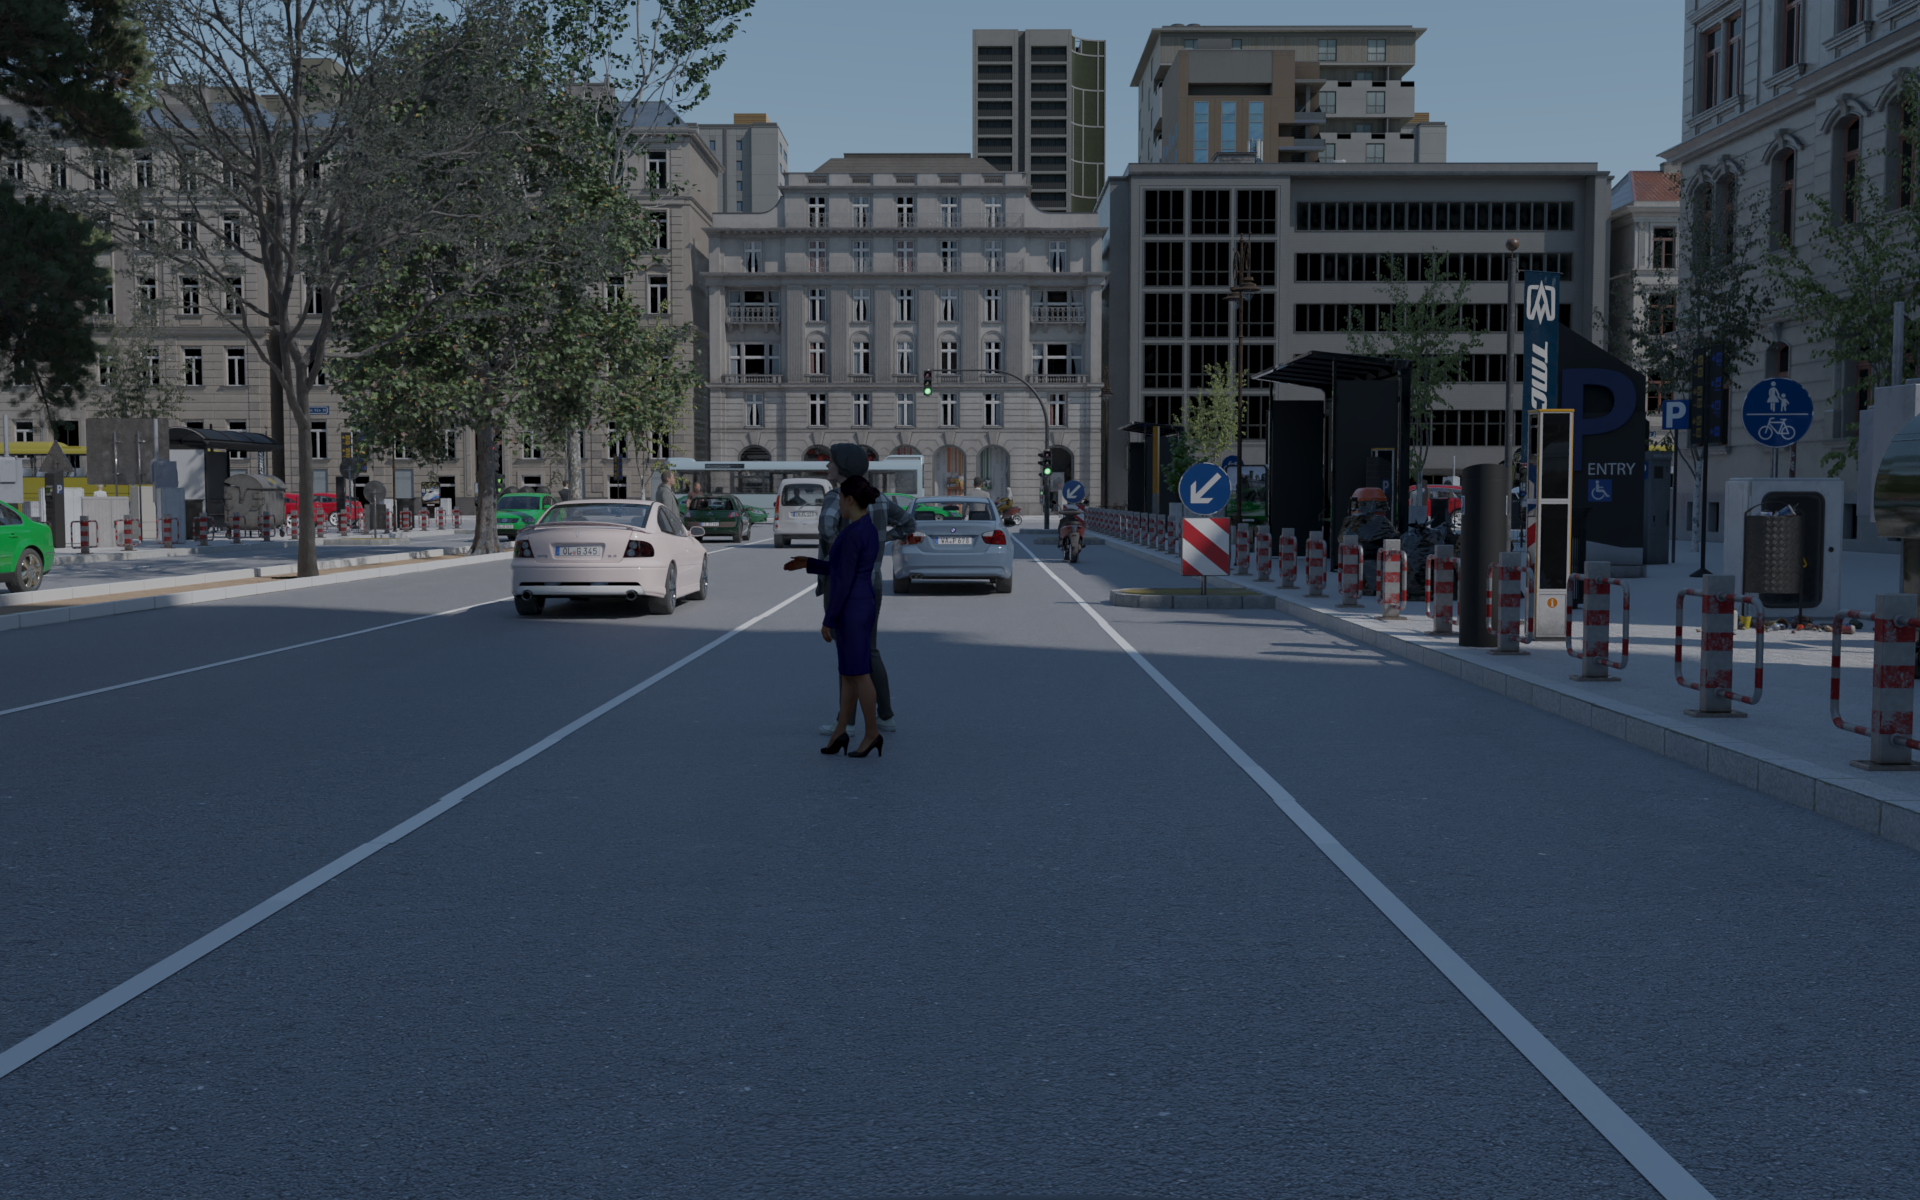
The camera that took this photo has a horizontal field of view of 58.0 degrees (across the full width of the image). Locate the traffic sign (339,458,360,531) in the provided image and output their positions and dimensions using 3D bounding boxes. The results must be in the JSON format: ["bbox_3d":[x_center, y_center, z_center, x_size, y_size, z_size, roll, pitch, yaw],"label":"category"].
[{"bbox_3d":[-21.433,-3.717,60.874,0.768,2.556,0.104,0,4,3],"label":"traffic sign"}]

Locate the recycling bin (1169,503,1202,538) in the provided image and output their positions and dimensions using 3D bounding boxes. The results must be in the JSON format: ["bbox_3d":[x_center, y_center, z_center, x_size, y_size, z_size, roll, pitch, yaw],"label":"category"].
[{"bbox_3d":[6.543,-2.297,50.110,0.722,1.027,0.722,-3,5,-40],"label":"recycling bin"}]

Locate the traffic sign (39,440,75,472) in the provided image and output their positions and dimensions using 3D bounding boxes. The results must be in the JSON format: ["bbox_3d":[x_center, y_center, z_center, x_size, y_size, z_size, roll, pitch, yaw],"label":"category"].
[{"bbox_3d":[-21.723,-2.547,41.645,0.884,2.594,0.081,0,4,3],"label":"traffic sign"}]

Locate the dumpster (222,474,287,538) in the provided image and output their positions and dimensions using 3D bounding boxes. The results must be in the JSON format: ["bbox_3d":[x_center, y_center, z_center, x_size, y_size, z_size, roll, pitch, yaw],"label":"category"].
[{"bbox_3d":[-20.636,-2.747,50.673,1.264,1.857,1.865,0,4,0],"label":"dumpster"}]

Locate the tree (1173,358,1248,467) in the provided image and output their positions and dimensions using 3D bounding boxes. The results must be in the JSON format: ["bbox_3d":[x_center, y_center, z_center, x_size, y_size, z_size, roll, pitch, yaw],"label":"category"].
[{"bbox_3d":[13.855,-8.790,94.077,4.737,8.622,4.395,0,3,0],"label":"tree"}]

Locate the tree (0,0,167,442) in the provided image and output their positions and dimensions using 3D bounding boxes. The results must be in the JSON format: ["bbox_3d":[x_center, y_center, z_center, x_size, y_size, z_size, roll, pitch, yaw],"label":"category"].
[{"bbox_3d":[-11.357,-5.687,17.496,6.751,12.117,7.091,0,3,0],"label":"tree"}]

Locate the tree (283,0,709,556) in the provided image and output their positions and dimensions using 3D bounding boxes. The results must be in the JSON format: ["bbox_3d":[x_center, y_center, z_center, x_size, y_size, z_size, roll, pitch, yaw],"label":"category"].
[{"bbox_3d":[-10.865,-7.342,39.510,9.611,12.733,9.660,0,3,0],"label":"tree"}]

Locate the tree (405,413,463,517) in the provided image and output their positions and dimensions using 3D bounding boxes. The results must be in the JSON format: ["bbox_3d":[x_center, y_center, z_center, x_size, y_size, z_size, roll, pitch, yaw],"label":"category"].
[{"bbox_3d":[-29.390,-8.898,95.843,4.360,8.622,3.978,0,3,0],"label":"tree"}]

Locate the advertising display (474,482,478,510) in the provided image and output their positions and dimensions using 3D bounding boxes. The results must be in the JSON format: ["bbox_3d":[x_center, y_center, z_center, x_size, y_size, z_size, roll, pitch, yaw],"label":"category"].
[{"bbox_3d":[-25.941,-5.433,94.039,0.974,1.923,0.123,2,4,26],"label":"advertising display"}]

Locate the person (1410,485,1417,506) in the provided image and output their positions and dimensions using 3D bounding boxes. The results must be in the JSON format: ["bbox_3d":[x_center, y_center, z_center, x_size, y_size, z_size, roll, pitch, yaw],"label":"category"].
[{"bbox_3d":[17.276,-3.467,65.280,0.635,1.810,0.391,2,4,24],"label":"person"}]

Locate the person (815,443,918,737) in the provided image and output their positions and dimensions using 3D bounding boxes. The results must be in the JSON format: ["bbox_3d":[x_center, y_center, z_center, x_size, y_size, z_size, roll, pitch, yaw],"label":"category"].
[{"bbox_3d":[-0.616,-0.067,10.311,0.376,1.734,0.841,3,5,42],"label":"person"}]

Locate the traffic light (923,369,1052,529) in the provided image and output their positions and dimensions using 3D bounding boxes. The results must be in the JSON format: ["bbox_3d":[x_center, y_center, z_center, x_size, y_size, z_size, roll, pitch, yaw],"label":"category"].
[{"bbox_3d":[1.052,-5.405,63.039,4.771,5.953,1.251,0,4,0],"label":"traffic light"}]

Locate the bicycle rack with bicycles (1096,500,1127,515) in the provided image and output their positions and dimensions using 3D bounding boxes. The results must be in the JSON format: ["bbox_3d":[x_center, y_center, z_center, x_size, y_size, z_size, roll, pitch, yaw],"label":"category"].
[{"bbox_3d":[8.956,-5.204,98.473,2.925,0.926,2.852,0,4,-8],"label":"bicycle rack with bicycles"}]

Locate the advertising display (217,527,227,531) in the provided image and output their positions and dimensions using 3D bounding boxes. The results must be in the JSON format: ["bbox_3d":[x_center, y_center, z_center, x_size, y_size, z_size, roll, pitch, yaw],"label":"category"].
[{"bbox_3d":[-25.593,-3.360,60.146,0.123,1.923,0.974,0,4,3],"label":"advertising display"}]

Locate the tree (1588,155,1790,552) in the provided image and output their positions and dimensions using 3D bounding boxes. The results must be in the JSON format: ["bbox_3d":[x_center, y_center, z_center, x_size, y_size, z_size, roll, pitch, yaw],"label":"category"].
[{"bbox_3d":[16.313,-5.386,38.421,4.360,8.622,3.978,0,3,0],"label":"tree"}]

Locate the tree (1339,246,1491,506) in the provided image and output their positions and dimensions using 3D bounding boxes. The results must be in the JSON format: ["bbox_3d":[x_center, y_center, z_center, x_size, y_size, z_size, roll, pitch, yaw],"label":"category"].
[{"bbox_3d":[13.300,-6.145,50.831,4.737,8.622,4.395,0,3,0],"label":"tree"}]

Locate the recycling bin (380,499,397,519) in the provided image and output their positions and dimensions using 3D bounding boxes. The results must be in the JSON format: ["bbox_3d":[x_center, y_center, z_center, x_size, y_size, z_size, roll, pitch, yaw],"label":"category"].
[{"bbox_3d":[-29.145,-4.638,88.377,0.722,1.027,0.722,-3,4,-37],"label":"recycling bin"}]

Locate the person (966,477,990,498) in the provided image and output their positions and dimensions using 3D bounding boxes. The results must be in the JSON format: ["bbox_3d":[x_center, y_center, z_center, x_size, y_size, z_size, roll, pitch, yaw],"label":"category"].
[{"bbox_3d":[0.357,-1.646,35.681,0.678,1.792,0.850,0,4,3],"label":"person"}]

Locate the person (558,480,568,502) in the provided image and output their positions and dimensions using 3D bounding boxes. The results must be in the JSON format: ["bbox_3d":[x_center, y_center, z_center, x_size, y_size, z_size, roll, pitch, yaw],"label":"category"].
[{"bbox_3d":[-13.158,-3.082,58.257,0.648,1.900,0.474,0,4,2],"label":"person"}]

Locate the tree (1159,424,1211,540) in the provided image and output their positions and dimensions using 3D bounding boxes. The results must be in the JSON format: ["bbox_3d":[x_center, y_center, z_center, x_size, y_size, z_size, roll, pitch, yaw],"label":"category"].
[{"bbox_3d":[6.140,-3.284,48.295,1.663,3.219,1.824,0,3,0],"label":"tree"}]

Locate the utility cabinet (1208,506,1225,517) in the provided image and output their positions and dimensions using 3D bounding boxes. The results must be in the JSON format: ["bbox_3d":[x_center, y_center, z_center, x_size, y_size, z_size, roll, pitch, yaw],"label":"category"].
[{"bbox_3d":[5.808,-1.712,39.152,0.306,1.237,1.020,0,4,3],"label":"utility cabinet"}]

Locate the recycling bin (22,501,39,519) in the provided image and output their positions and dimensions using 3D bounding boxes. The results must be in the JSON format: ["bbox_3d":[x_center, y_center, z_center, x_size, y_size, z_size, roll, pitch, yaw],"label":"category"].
[{"bbox_3d":[-31.740,-2.876,59.582,0.722,1.027,0.722,3,4,38],"label":"recycling bin"}]

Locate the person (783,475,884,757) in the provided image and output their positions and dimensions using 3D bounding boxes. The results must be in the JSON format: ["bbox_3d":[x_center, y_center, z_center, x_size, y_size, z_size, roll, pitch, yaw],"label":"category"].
[{"bbox_3d":[-0.694,0.087,9.445,0.546,1.535,0.453,0,4,-5],"label":"person"}]

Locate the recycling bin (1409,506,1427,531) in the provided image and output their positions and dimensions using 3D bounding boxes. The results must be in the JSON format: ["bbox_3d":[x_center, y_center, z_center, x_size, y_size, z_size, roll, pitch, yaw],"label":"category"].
[{"bbox_3d":[9.683,-1.539,37.725,0.722,1.027,0.722,-1,4,-14],"label":"recycling bin"}]

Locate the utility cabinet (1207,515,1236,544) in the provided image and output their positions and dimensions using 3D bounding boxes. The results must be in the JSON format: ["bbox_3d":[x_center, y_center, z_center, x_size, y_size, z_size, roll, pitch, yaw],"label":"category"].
[{"bbox_3d":[6.697,-2.185,44.409,0.318,1.500,1.173,-2,4,-35],"label":"utility cabinet"}]

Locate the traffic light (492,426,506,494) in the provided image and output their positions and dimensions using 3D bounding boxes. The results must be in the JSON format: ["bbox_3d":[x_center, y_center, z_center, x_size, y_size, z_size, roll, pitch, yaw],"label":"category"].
[{"bbox_3d":[-17.066,-4.547,63.264,0.839,4.253,0.868,0,4,0],"label":"traffic light"}]

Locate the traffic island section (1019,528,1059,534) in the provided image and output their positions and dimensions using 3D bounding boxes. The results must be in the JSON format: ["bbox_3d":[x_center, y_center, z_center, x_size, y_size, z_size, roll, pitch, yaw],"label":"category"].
[{"bbox_3d":[3.185,-2.508,63.283,2.009,0.180,2.903,0,4,0],"label":"traffic island section"}]

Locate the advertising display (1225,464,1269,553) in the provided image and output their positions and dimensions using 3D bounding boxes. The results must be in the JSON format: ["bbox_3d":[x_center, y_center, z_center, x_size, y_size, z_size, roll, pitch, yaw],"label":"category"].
[{"bbox_3d":[6.287,-2.005,37.993,0.974,1.923,0.123,2,4,32],"label":"advertising display"}]

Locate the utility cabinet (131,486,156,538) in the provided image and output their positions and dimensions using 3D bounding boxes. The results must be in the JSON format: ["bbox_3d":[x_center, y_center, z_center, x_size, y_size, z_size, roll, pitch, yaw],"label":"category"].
[{"bbox_3d":[-23.238,-2.515,49.806,0.318,1.500,1.173,2,4,24],"label":"utility cabinet"}]

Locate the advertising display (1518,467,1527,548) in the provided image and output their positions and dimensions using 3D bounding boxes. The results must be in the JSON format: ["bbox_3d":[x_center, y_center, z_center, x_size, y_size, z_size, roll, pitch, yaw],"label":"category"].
[{"bbox_3d":[13.658,-2.196,41.115,0.123,1.923,0.974,-2,4,-26],"label":"advertising display"}]

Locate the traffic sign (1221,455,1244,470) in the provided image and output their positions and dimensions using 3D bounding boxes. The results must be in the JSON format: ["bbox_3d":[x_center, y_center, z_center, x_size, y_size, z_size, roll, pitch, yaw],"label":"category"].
[{"bbox_3d":[8.931,-3.468,56.811,0.768,2.556,0.104,0,4,1],"label":"traffic sign"}]

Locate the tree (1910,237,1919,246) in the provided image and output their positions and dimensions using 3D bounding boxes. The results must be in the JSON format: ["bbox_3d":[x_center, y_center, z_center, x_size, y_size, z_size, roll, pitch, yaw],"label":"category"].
[{"bbox_3d":[14.685,-4.373,21.866,4.360,8.622,3.978,0,3,0],"label":"tree"}]

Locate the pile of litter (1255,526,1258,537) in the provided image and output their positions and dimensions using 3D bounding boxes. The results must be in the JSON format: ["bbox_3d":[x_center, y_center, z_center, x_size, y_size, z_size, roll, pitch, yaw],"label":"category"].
[{"bbox_3d":[9.245,-2.341,52.247,1.719,0.858,1.176,1,4,17],"label":"pile of litter"}]

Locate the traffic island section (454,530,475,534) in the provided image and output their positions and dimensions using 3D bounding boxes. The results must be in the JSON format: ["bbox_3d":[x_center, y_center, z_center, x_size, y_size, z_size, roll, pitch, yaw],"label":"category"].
[{"bbox_3d":[-17.106,-2.515,63.399,2.009,0.180,2.903,0,4,0],"label":"traffic island section"}]

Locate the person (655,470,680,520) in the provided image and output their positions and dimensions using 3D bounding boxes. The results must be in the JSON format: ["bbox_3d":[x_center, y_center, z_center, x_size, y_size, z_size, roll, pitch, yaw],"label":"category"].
[{"bbox_3d":[-4.664,-1.179,27.879,0.767,1.812,0.694,-1,4,-23],"label":"person"}]

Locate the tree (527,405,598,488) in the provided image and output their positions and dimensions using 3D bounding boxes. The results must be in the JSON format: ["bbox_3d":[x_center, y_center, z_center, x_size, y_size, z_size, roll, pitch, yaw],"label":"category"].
[{"bbox_3d":[-21.396,-8.697,92.550,4.360,8.622,3.978,0,3,0],"label":"tree"}]

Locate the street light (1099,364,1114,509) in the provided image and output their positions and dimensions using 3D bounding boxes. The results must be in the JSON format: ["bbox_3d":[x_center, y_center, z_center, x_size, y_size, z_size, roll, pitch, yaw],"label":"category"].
[{"bbox_3d":[5.218,-5.451,61.904,0.468,5.910,1.993,0,4,0],"label":"street light"}]

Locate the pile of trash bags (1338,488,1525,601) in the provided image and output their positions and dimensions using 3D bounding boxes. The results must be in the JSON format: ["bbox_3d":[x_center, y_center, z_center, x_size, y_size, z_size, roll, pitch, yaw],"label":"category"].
[{"bbox_3d":[5.792,-0.773,22.384,1.912,1.369,3.447,-1,4,-9],"label":"pile of trash bags"}]

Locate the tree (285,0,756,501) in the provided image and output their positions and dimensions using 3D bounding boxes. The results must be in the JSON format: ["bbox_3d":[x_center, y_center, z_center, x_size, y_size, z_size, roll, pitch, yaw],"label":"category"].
[{"bbox_3d":[-12.368,-11.751,50.481,12.611,20.169,13.585,0,3,0],"label":"tree"}]

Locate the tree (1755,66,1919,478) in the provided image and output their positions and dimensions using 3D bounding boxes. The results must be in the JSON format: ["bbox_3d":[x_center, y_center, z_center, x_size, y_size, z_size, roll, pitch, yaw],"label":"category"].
[{"bbox_3d":[16.206,-4.843,29.549,4.737,8.622,4.395,0,3,0],"label":"tree"}]

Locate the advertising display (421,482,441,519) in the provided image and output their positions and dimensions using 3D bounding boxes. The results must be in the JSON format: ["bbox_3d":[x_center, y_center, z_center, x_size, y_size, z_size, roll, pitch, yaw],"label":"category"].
[{"bbox_3d":[-27.672,-5.223,90.608,0.974,1.923,0.123,0,4,-2],"label":"advertising display"}]

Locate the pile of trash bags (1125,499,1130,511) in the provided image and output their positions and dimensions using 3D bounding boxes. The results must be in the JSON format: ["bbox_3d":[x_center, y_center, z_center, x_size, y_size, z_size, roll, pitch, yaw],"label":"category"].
[{"bbox_3d":[10.064,-4.882,89.578,3.447,1.369,1.912,3,5,40],"label":"pile of trash bags"}]

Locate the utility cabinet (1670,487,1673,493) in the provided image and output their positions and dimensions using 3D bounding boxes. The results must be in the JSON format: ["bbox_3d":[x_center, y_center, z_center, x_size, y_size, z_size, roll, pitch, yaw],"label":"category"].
[{"bbox_3d":[24.044,-2.987,57.517,1.173,1.500,0.318,0,4,-3],"label":"utility cabinet"}]

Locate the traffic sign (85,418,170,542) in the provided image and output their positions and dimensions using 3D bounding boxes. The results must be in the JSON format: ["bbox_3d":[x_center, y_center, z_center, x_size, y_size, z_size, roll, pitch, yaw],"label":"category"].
[{"bbox_3d":[-22.271,-3.211,46.367,2.265,3.308,0.079,0,4,3],"label":"traffic sign"}]

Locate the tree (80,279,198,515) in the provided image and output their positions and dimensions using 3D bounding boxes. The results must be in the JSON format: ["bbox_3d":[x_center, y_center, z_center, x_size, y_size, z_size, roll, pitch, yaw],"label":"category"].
[{"bbox_3d":[-28.521,-6.684,59.643,4.360,8.622,3.978,0,3,0],"label":"tree"}]

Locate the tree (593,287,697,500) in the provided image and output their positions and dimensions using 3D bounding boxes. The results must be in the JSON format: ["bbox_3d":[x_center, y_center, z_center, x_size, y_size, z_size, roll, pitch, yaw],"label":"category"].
[{"bbox_3d":[-10.990,-6.548,59.881,4.737,8.622,4.395,0,3,0],"label":"tree"}]

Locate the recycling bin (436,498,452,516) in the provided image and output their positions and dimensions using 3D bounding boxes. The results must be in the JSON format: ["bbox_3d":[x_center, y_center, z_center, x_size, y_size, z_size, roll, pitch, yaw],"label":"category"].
[{"bbox_3d":[-29.825,-5.354,100.084,0.722,1.027,0.722,0,4,-4],"label":"recycling bin"}]

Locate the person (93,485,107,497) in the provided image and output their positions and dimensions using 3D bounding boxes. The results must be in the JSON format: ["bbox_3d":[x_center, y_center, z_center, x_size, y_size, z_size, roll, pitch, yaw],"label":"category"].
[{"bbox_3d":[-34.546,-3.749,69.678,0.818,1.842,0.514,3,4,36],"label":"person"}]

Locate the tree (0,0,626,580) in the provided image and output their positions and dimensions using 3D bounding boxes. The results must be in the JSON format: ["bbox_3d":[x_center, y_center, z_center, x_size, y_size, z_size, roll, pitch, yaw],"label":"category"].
[{"bbox_3d":[-10.924,-7.078,28.547,12.009,13.543,11.850,0,3,0],"label":"tree"}]

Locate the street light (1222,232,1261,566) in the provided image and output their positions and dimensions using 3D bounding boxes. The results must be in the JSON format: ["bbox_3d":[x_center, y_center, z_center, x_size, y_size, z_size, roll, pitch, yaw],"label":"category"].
[{"bbox_3d":[4.986,-3.550,30.836,0.468,5.910,1.993,0,4,0],"label":"street light"}]

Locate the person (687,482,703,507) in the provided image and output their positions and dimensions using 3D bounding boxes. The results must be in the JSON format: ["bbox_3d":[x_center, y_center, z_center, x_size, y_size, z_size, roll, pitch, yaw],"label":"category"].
[{"bbox_3d":[-8.554,-2.903,56.090,0.598,1.807,0.434,-1,4,-19],"label":"person"}]

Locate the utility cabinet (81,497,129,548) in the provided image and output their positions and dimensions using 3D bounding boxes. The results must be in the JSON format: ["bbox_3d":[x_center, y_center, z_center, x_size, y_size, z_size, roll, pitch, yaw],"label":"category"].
[{"bbox_3d":[-20.520,-1.862,41.599,1.020,1.237,0.306,-2,4,-31],"label":"utility cabinet"}]

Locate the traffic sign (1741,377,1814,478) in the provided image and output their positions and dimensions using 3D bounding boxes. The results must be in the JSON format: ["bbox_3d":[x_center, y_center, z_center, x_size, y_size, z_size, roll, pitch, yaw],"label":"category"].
[{"bbox_3d":[8.899,-1.153,18.952,0.768,2.556,0.104,0,4,4],"label":"traffic sign"}]
